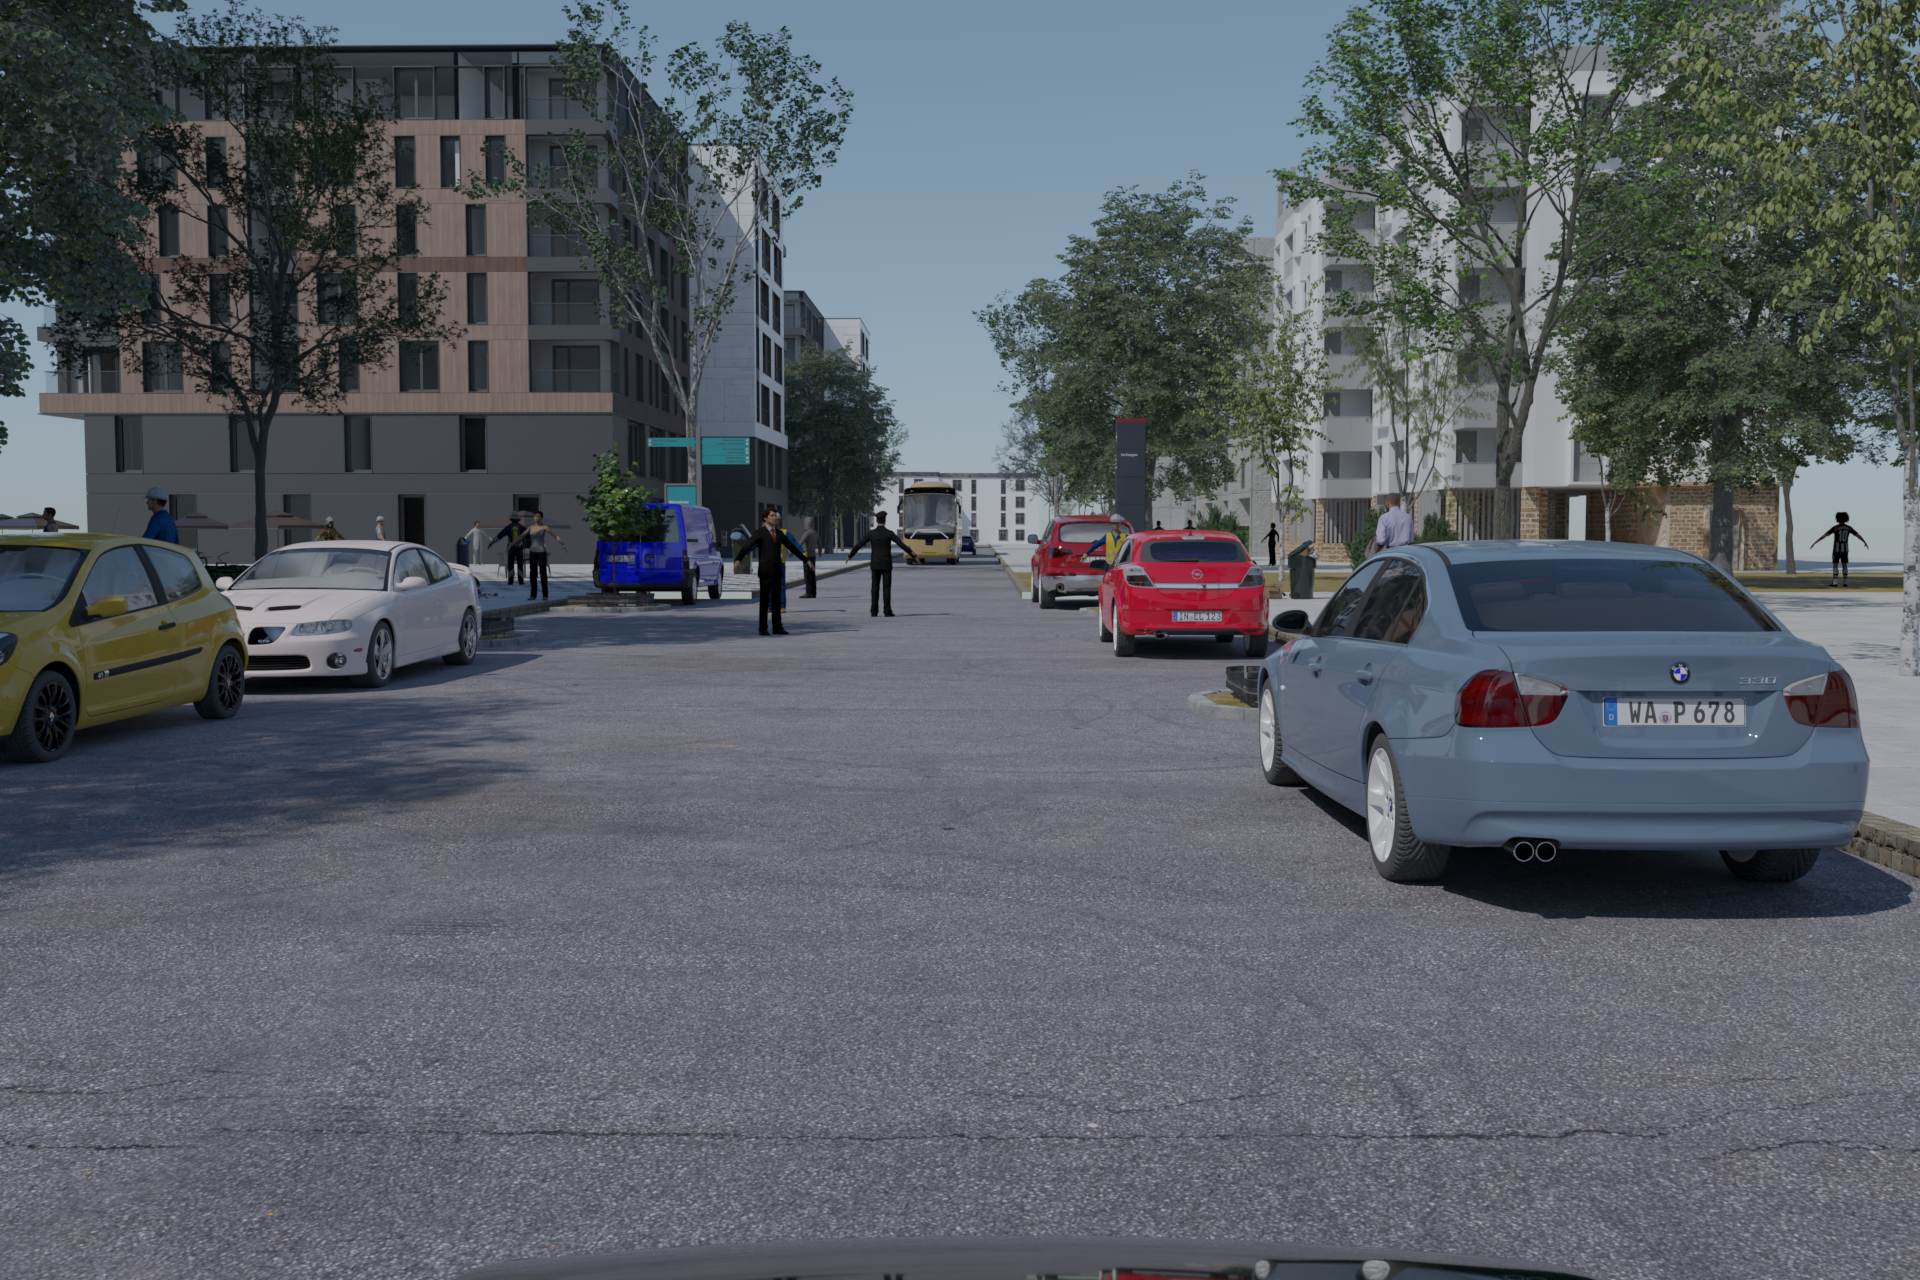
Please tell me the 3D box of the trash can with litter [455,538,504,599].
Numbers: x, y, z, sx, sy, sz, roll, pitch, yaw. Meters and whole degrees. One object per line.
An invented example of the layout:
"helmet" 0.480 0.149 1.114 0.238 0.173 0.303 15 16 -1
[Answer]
"trash can with litter" -9.949 -1.489 35.402 1.678 1.210 2.233 0 4 0

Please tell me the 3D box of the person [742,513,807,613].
"person" -3.361 -1.411 31.489 1.349 1.833 0.705 1 4 14

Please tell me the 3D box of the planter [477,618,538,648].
"planter" -6.664 -0.098 22.745 1.991 0.319 1.994 0 4 1

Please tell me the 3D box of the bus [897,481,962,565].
"bus" -1.274 -5.651 83.936 2.896 3.916 12.252 0 4 1

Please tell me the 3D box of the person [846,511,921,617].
"person" -1.354 -1.321 29.990 1.347 1.837 0.705 1 4 12

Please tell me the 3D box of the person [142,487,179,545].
"person" -9.635 -0.911 20.782 0.705 1.842 1.347 0 4 -3

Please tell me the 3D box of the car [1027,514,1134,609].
"car" 2.516 -1.591 34.689 2.281 1.827 5.304 0 4 0

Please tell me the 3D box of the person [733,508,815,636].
"person" -2.673 -0.975 24.578 1.347 1.806 0.705 -3 5 -39

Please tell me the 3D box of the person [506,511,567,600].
"person" -8.174 -1.630 33.467 1.217 1.737 0.721 0 4 5

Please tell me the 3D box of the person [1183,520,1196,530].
"person" 8.235 -3.415 62.062 1.346 1.802 0.704 1 4 14

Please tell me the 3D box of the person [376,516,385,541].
"person" -18.239 -2.984 54.638 0.705 1.847 1.347 -2 4 -23

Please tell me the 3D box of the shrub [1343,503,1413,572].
"shrub" 10.091 -2.278 41.661 1.690 2.028 1.600 0 3 0

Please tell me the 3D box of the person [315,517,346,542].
"person" -21.056 -3.191 57.945 0.705 1.858 1.354 2 4 33

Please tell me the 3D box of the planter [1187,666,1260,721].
"planter" 2.898 0.428 14.144 1.991 0.319 1.994 0 4 0

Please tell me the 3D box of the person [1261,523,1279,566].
"person" 12.572 -3.876 70.086 1.216 1.740 0.721 -3 5 -45

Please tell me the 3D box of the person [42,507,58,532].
"person" -17.822 -1.696 33.892 0.704 1.807 1.345 -2 4 -31

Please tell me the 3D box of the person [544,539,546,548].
"person" -15.944 -3.496 66.418 0.599 1.433 0.991 -1 4 -15

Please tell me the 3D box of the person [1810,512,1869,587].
"person" 21.417 -2.201 42.136 1.345 1.843 0.704 1 4 8

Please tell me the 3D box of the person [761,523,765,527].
"person" -8.771 -4.352 77.427 0.705 1.796 1.348 0 4 2

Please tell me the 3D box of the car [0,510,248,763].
"car" -6.523 -0.113 12.069 2.015 1.641 3.980 0 4 1

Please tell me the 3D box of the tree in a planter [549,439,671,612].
"tree in a planter" -6.533 -2.166 32.636 1.991 3.239 1.994 0 4 1

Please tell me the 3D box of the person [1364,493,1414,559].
"person" 5.809 -1.074 23.467 0.709 1.838 0.599 -1 4 -18

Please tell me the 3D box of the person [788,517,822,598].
"person" -3.387 -1.839 38.649 0.705 1.813 1.348 2 4 25

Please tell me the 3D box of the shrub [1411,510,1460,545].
"shrub" 14.623 -2.998 53.438 1.690 2.028 1.600 0 3 0

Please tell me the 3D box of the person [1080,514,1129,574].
"person" 2.637 -1.249 29.335 1.216 1.772 0.721 0 4 7

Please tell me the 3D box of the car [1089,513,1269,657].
"car" 2.717 -0.773 21.673 2.155 1.783 4.494 0 4 1

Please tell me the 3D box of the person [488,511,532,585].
"person" -11.221 -2.320 43.709 1.354 1.856 0.705 -1 4 -15

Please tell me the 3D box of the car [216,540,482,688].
"car" -6.294 -0.323 17.645 2.083 1.381 4.827 0 4 0

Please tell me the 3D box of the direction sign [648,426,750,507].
"direction sign" -6.433 -3.342 43.410 2.525 3.948 1.411 0 4 2

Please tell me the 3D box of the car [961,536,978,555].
"car" 0.254 -6.527 119.298 1.945 1.354 3.894 0 4 1

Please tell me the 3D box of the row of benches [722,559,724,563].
"row of benches" -8.498 -2.139 50.431 1.422 0.672 4.104 2 4 34

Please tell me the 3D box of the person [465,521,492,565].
"person" -19.707 -3.952 70.808 1.347 1.806 0.705 -3 5 -39

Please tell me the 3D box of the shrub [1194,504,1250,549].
"shrub" 6.113 -2.249 41.192 1.690 2.028 1.600 0 3 0

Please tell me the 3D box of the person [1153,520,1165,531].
"person" 7.645 -3.712 66.836 1.346 1.812 0.704 -1 4 -10

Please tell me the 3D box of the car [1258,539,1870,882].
"car" 2.610 0.219 8.428 2.014 1.417 4.499 0 4 0

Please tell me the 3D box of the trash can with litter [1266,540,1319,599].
"trash can with litter" 6.495 -1.387 34.069 1.055 1.170 0.624 0 4 1

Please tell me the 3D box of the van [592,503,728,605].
"van" -6.258 -1.974 36.662 2.240 2.365 5.245 0 4 1
